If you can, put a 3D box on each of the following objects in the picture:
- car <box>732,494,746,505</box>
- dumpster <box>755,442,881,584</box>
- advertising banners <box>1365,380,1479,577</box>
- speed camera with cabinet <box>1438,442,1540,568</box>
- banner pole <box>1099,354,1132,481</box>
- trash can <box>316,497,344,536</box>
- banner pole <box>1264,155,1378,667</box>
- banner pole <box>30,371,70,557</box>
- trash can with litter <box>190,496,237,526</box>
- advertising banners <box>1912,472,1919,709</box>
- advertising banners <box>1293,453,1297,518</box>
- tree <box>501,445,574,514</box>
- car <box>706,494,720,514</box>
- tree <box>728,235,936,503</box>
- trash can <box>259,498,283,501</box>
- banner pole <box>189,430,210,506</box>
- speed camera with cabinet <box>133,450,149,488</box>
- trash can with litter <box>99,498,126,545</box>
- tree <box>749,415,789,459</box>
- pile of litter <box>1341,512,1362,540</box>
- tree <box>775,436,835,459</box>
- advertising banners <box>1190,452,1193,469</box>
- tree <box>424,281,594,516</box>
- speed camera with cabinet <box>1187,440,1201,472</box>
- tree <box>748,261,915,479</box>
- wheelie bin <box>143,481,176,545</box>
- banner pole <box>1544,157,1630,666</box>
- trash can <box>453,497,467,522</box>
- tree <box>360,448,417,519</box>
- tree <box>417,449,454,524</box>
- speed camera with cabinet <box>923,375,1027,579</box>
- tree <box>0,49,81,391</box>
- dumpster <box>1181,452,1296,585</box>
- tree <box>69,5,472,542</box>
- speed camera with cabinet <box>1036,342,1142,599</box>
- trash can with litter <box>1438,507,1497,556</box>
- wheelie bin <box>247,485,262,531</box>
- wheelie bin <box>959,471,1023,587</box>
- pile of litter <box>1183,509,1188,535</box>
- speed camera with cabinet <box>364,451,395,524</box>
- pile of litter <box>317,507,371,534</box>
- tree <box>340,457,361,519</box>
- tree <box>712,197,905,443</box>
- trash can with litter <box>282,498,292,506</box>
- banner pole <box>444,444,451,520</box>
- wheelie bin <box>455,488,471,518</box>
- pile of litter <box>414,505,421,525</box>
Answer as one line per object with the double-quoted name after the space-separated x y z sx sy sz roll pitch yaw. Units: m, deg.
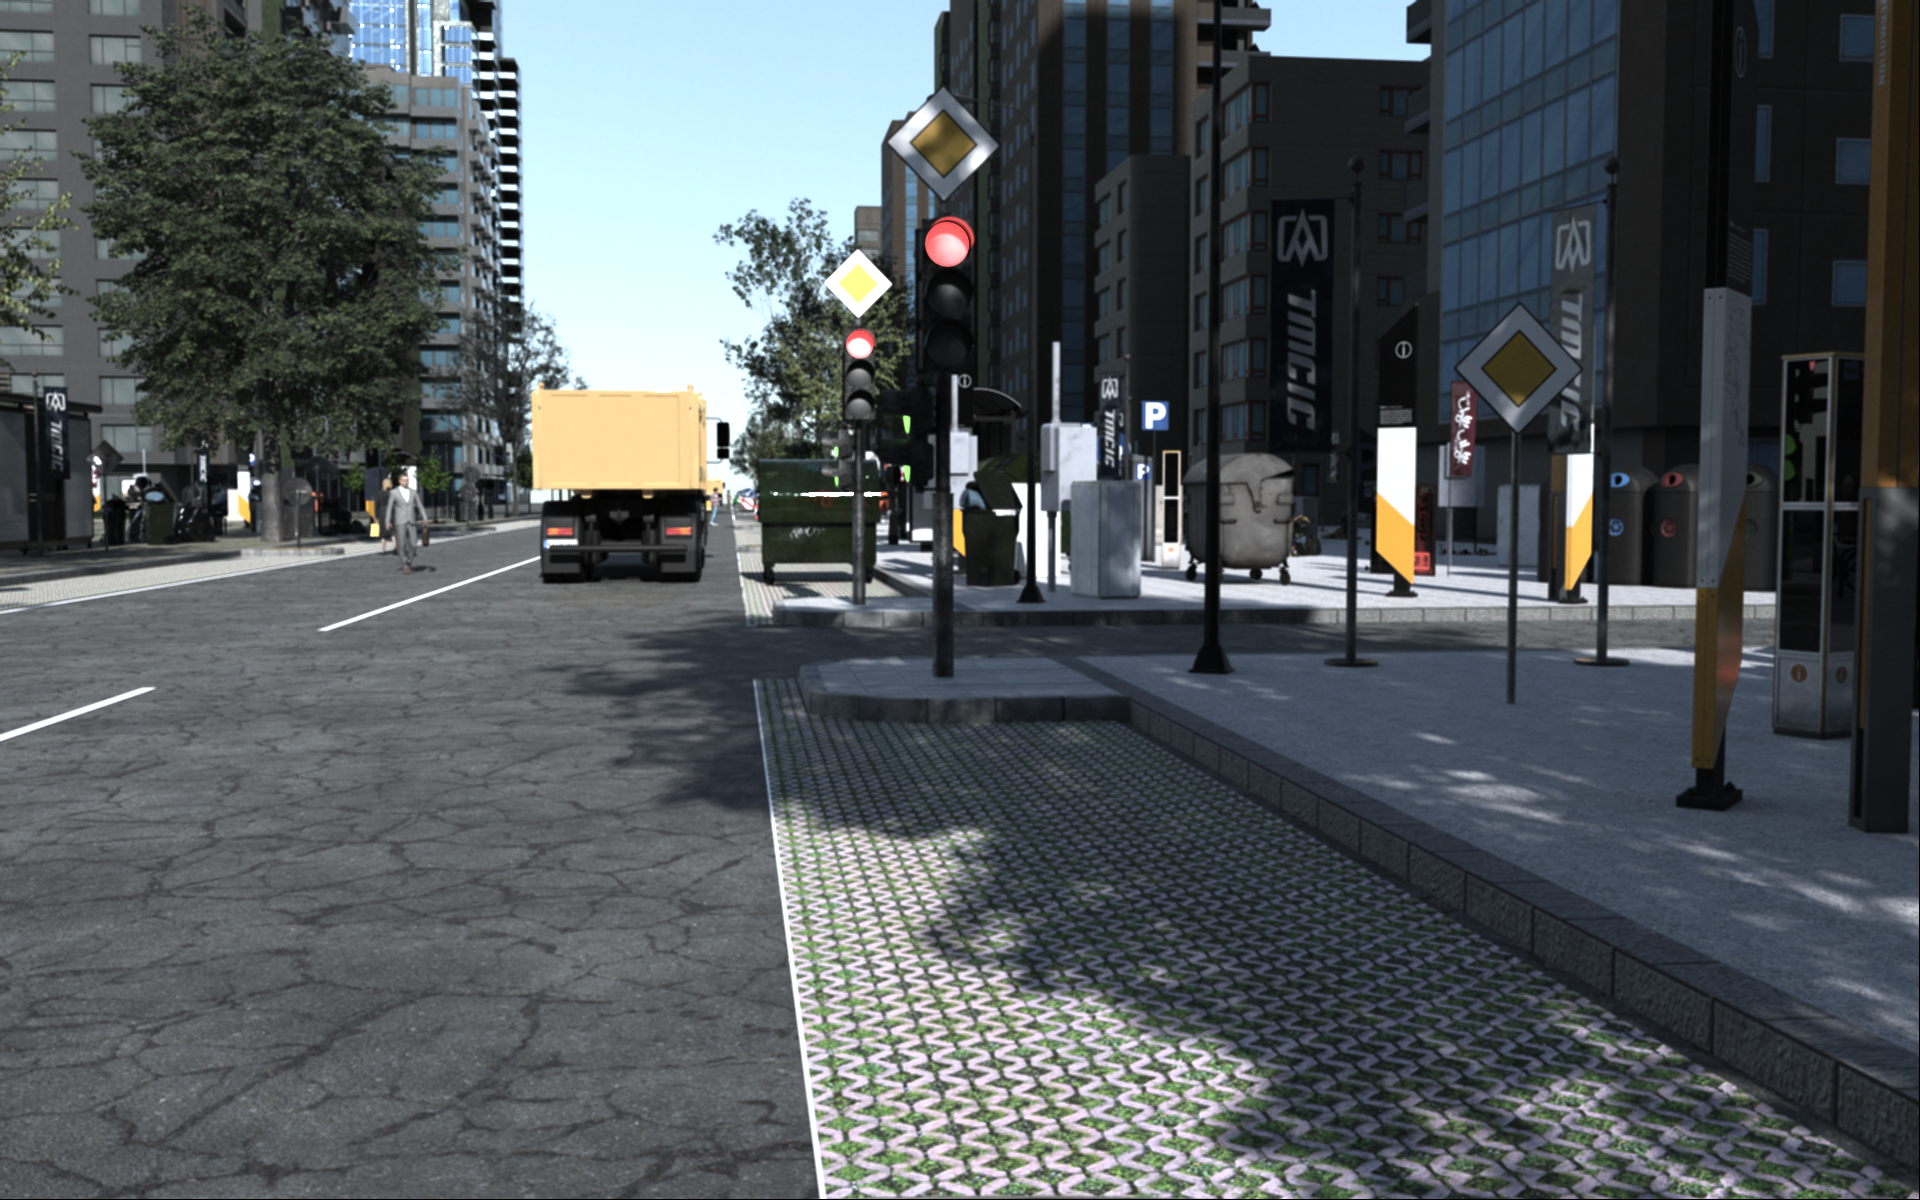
-27.194 -12.584 214.540 1.959 1.807 4.718 -1 4 -9 "car"
-2.288 -1.401 27.853 1.985 2.255 1.502 0 4 -7 "dumpster"
7.244 -1.895 27.177 0.090 3.025 2.074 -3 5 -39 "advertising banners"
9.567 -2.222 30.659 2.038 3.252 0.660 2 4 34 "speed camera with cabinet"
2.819 -2.518 31.184 0.863 3.779 0.401 3 5 45 "banner pole"
-19.357 -2.535 53.099 0.748 1.137 0.748 0 3 0 "trash can"
2.711 -1.403 12.951 0.863 3.779 0.401 1 4 9 "banner pole"
-18.641 -2.780 35.464 0.401 3.779 0.863 3 5 41 "banner pole"
-29.843 -3.515 68.523 2.233 1.210 1.678 0 4 -1 "trash can with litter"
6.289 -0.851 10.108 2.074 3.025 0.090 1 4 15 "advertising banners"
12.481 -4.183 64.581 0.090 3.025 2.074 1 4 15 "advertising banners"
-28.175 -7.941 113.556 4.285 4.588 4.351 0 3 0 "tree"
-18.268 -6.999 124.652 2.015 1.641 3.980 0 4 -7 "car"
-4.218 -7.887 63.371 8.767 10.594 7.601 1 4 14 "tree"
-22.741 -2.787 57.222 0.748 1.137 0.748 0 3 0 "trash can"
-29.305 -4.689 66.690 0.863 3.779 0.401 -1 4 -20 "banner pole"
-36.693 -5.095 77.641 0.660 3.252 2.038 -1 4 -21 "speed camera with cabinet"
-21.505 -1.981 43.780 0.624 1.170 1.055 -3 5 -45 "trash can with litter"
-16.919 -12.591 156.229 4.360 8.622 3.978 0 3 0 "tree"
10.847 -2.167 49.395 1.176 0.858 1.719 1 4 10 "pile of litter"
-7.848 -6.420 88.682 4.285 4.588 4.351 0 3 0 "tree"
9.770 -4.626 71.828 0.090 3.025 2.074 0 4 -5 "advertising banners"
-26.086 -11.645 100.767 12.009 13.543 11.850 0 3 0 "tree"
9.491 -4.280 64.320 2.038 3.252 0.660 -1 4 -12 "speed camera with cabinet"
-3.505 -6.328 53.829 4.737 8.622 4.395 0 3 0 "tree"
-20.184 -2.185 43.637 0.693 1.594 0.980 -3 4 -36 "wheelie bin"
4.753 -1.416 13.174 0.401 3.779 0.863 -2 4 -23 "banner pole"
-22.702 -4.111 78.861 0.748 1.137 0.748 0 3 0 "trash can"
-21.692 -4.348 65.694 1.663 3.219 1.824 0 3 0 "tree"
-22.456 -4.864 74.134 1.663 3.219 1.824 0 3 0 "tree"
0.488 -1.942 26.092 2.038 3.252 0.660 -1 4 -22 "speed camera with cabinet"
-16.036 -4.684 26.947 4.737 8.622 4.395 0 3 0 "tree"
4.013 -1.173 24.941 1.264 1.857 1.865 0 4 -7 "dumpster"
-18.466 -8.553 46.492 9.857 13.997 8.962 0 3 0 "tree"
1.646 -1.693 22.019 0.660 3.252 2.038 -1 4 -19 "speed camera with cabinet"
10.955 -1.553 36.453 2.233 1.210 1.678 3 4 36 "trash can with litter"
-24.092 -3.165 59.658 0.693 1.594 0.980 2 4 26 "wheelie bin"
0.400 -0.998 24.218 0.980 1.594 0.693 -3 5 -45 "wheelie bin"
7.226 -2.467 54.294 1.176 0.858 1.719 -1 4 -20 "pile of litter"
-20.431 -4.111 61.558 0.660 3.252 2.038 1 4 8 "speed camera with cabinet"
-20.042 -2.583 56.202 1.719 0.858 1.176 -1 4 -13 "pile of litter"
-31.651 -5.871 90.593 1.663 3.219 1.824 0 3 0 "tree"
-9.256 -15.466 108.755 12.611 20.169 13.585 0 3 0 "tree"
-24.394 -3.091 61.921 1.055 1.170 0.624 0 4 -8 "trash can with litter"
-25.767 -5.935 87.056 0.401 3.779 0.863 -1 4 -21 "banner pole"
-24.164 -4.665 84.187 0.693 1.594 0.980 -3 4 -38 "wheelie bin"
-22.968 -3.543 71.886 1.176 0.858 1.719 -1 4 -13 "pile of litter"
